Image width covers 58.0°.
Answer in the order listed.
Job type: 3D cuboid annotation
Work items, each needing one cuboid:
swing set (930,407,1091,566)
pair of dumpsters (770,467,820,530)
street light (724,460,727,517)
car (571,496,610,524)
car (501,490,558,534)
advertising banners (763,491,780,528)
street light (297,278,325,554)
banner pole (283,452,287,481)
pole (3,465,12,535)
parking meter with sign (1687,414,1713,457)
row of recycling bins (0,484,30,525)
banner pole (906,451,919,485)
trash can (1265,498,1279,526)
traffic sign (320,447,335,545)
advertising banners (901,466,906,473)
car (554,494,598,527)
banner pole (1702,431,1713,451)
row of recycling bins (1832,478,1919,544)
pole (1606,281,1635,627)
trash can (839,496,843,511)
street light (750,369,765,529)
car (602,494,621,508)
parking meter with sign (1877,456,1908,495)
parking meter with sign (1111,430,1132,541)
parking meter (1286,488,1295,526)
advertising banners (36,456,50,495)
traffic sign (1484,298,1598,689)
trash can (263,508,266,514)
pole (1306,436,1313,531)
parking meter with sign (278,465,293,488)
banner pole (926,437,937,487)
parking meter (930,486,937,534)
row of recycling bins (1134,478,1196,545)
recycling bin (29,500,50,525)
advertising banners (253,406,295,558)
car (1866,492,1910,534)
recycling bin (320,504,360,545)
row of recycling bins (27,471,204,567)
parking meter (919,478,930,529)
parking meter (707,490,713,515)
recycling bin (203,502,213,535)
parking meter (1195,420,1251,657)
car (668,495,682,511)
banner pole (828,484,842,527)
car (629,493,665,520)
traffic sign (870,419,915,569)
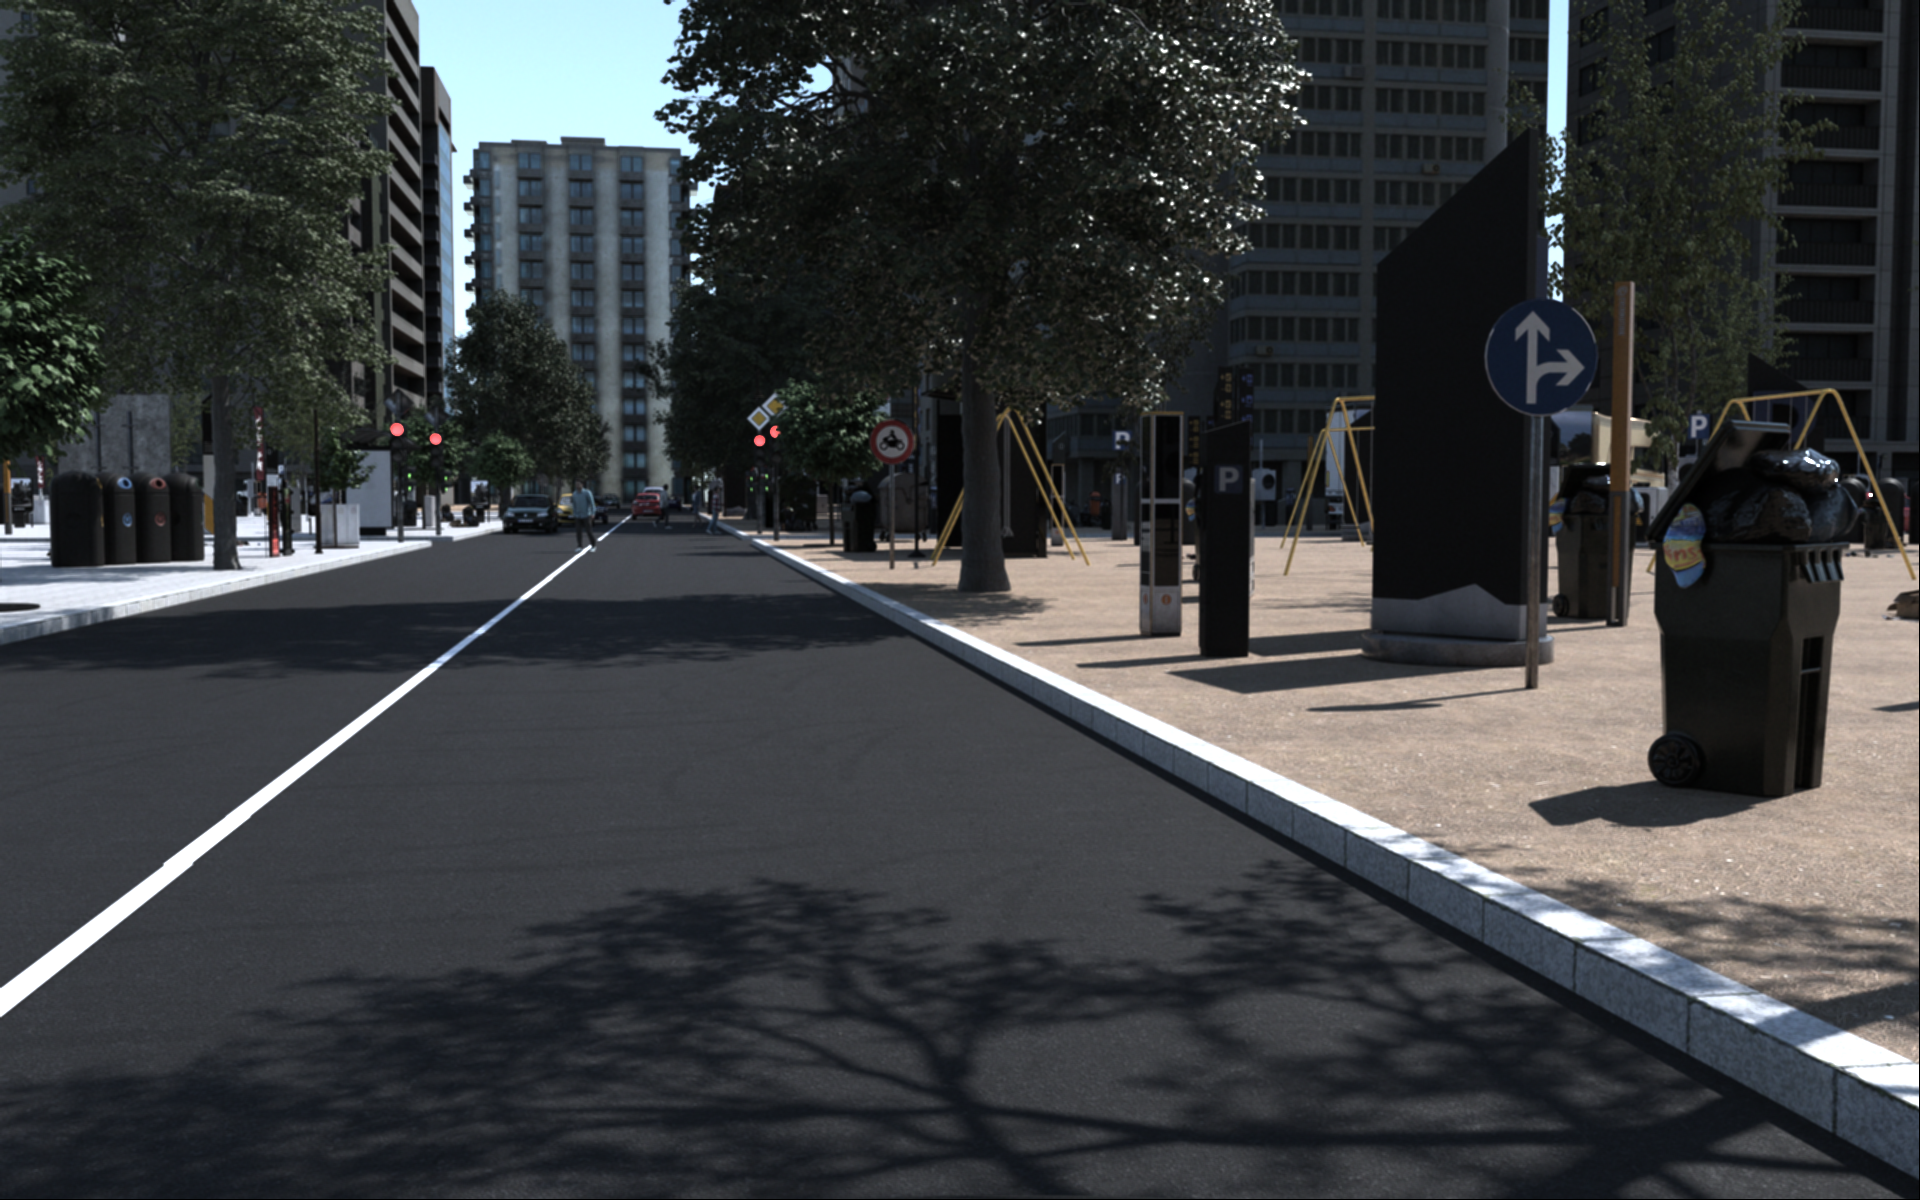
[{"bbox_3d":[0.873,-2.133,32.502,2.862,2.851,3.119,0,4,-2],"label":"swing set"},{"bbox_3d":[-6.040,-3.731,63.491,1.574,2.255,4.437,-1,4,-10],"label":"pair of dumpsters"},{"bbox_3d":[-13.152,-7.587,96.843,0.468,5.910,1.993,-1,4,-10],"label":"street light"},{"bbox_3d":[-17.941,-4.363,83.923,1.945,1.354,3.894,-1,4,-11],"label":"car"},{"bbox_3d":[-15.812,-3.305,63.818,2.009,1.686,4.222,-1,4,-8],"label":"car"},{"bbox_3d":[-6.572,-4.278,66.127,2.074,3.025,0.090,-2,4,-31],"label":"advertising banners"},{"bbox_3d":[-13.824,-3.938,37.167,0.468,5.910,1.993,-1,4,-10],"label":"street light"},{"bbox_3d":[-39.339,-6.787,100.982,0.401,3.779,0.863,-2,4,-31],"label":"banner pole"},{"bbox_3d":[-30.180,-3.731,54.845,0.158,3.312,0.155,0,3,0],"label":"pole"},{"bbox_3d":[16.803,-2.565,38.196,1.738,3.016,0.543,-2,4,-32],"label":"parking meter with sign"},{"bbox_3d":[-40.588,-4.021,72.854,1.069,1.692,3.534,1,4,12],"label":"row of recycling bins"},{"bbox_3d":[-2.270,-5.831,85.361,0.863,3.779,0.401,1,4,11],"label":"banner pole"},{"bbox_3d":[12.334,-3.503,68.934,0.748,1.137,0.748,0,3,0],"label":"trash can"},{"bbox_3d":[-15.191,-2.563,42.016,0.768,2.556,0.104,0,4,-5],"label":"traffic sign"},{"bbox_3d":[-3.082,-6.974,110.217,0.090,3.025,2.074,3,4,36],"label":"advertising banners"},{"bbox_3d":[-17.149,-4.094,77.160,2.015,1.641,3.980,-1,4,-12],"label":"car"},{"bbox_3d":[25.955,-4.310,60.489,0.401,3.779,0.863,-2,4,-35],"label":"banner pole"},{"bbox_3d":[23.886,-2.346,45.476,3.534,1.692,1.069,2,4,29],"label":"row of recycling bins"},{"bbox_3d":[6.386,-1.400,16.740,0.158,3.312,0.155,0,3,0],"label":"pole"},{"bbox_3d":[-8.433,-6.990,125.933,0.748,1.137,0.748,0,3,0],"label":"trash can"},{"bbox_3d":[-7.471,-5.585,64.095,0.468,5.910,1.993,-1,4,-10],"label":"street light"},{"bbox_3d":[-35.355,-9.992,175.167,2.131,1.459,4.920,-1,4,-10],"label":"car"},{"bbox_3d":[42.663,-5.042,78.697,1.738,3.016,0.543,1,4,17],"label":"parking meter with sign"},{"bbox_3d":[4.466,-3.184,48.321,0.543,3.016,1.738,0,4,2],"label":"parking meter with sign"},{"bbox_3d":[13.497,-3.812,70.741,0.372,1.533,0.369,0,3,0],"label":"parking meter"},{"bbox_3d":[-41.840,-5.121,79.909,0.090,3.025,2.074,1,4,14],"label":"advertising banners"},{"bbox_3d":[3.775,-0.688,11.361,0.768,2.556,0.104,0,4,-7],"label":"traffic sign"},{"bbox_3d":[-43.053,-5.882,107.823,0.748,1.137,0.748,0,3,0],"label":"trash can"},{"bbox_3d":[12.304,-4.101,60.889,0.158,3.312,0.155,0,3,0],"label":"pole"},{"bbox_3d":[-40.375,-6.594,104.070,0.543,3.016,1.738,0,4,3],"label":"parking meter with sign"},{"bbox_3d":[-1.270,-5.232,75.566,0.401,3.779,0.863,-3,5,-40],"label":"banner pole"},{"bbox_3d":[-0.780,-2.884,55.565,0.372,1.533,0.369,0,3,0],"label":"parking meter"},{"bbox_3d":[5.990,-2.273,44.272,3.534,1.692,1.069,-2,4,-33],"label":"row of recycling bins"},{"bbox_3d":[-38.754,-3.705,73.135,0.722,1.027,0.722,1,4,8],"label":"recycling bin"},{"bbox_3d":[-13.968,-2.388,35.237,0.090,3.025,2.074,0,4,-2],"label":"advertising banners"},{"bbox_3d":[30.772,-2.967,57.543,4.494,1.783,2.155,-1,4,-12],"label":"car"},{"bbox_3d":[-15.695,-1.911,43.801,0.722,1.027,0.722,3,5,39],"label":"recycling bin"},{"bbox_3d":[-15.342,-1.517,31.916,1.069,1.692,3.534,1,4,13],"label":"row of recycling bins"},{"bbox_3d":[-1.320,-3.514,63.169,0.399,1.863,0.255,1,4,16],"label":"parking meter"},{"bbox_3d":[-15.528,-6.078,107.782,0.372,1.533,0.369,0,3,0],"label":"parking meter"},{"bbox_3d":[-23.606,-2.585,54.813,0.722,1.027,0.722,2,4,24],"label":"recycling bin"},{"bbox_3d":[2.073,-0.487,13.675,0.399,1.863,0.255,0,4,-4],"label":"parking meter"},{"bbox_3d":[-24.118,-8.064,144.422,1.945,1.354,3.894,-1,4,-10],"label":"car"},{"bbox_3d":[-4.889,-4.684,66.592,0.401,3.779,0.863,-1,4,-10],"label":"banner pole"},{"bbox_3d":[-17.360,-5.346,96.443,2.155,1.783,4.494,-1,4,-10],"label":"car"},{"bbox_3d":[-1.161,-1.801,29.560,0.768,2.556,0.104,0,4,-6],"label":"traffic sign"}]
